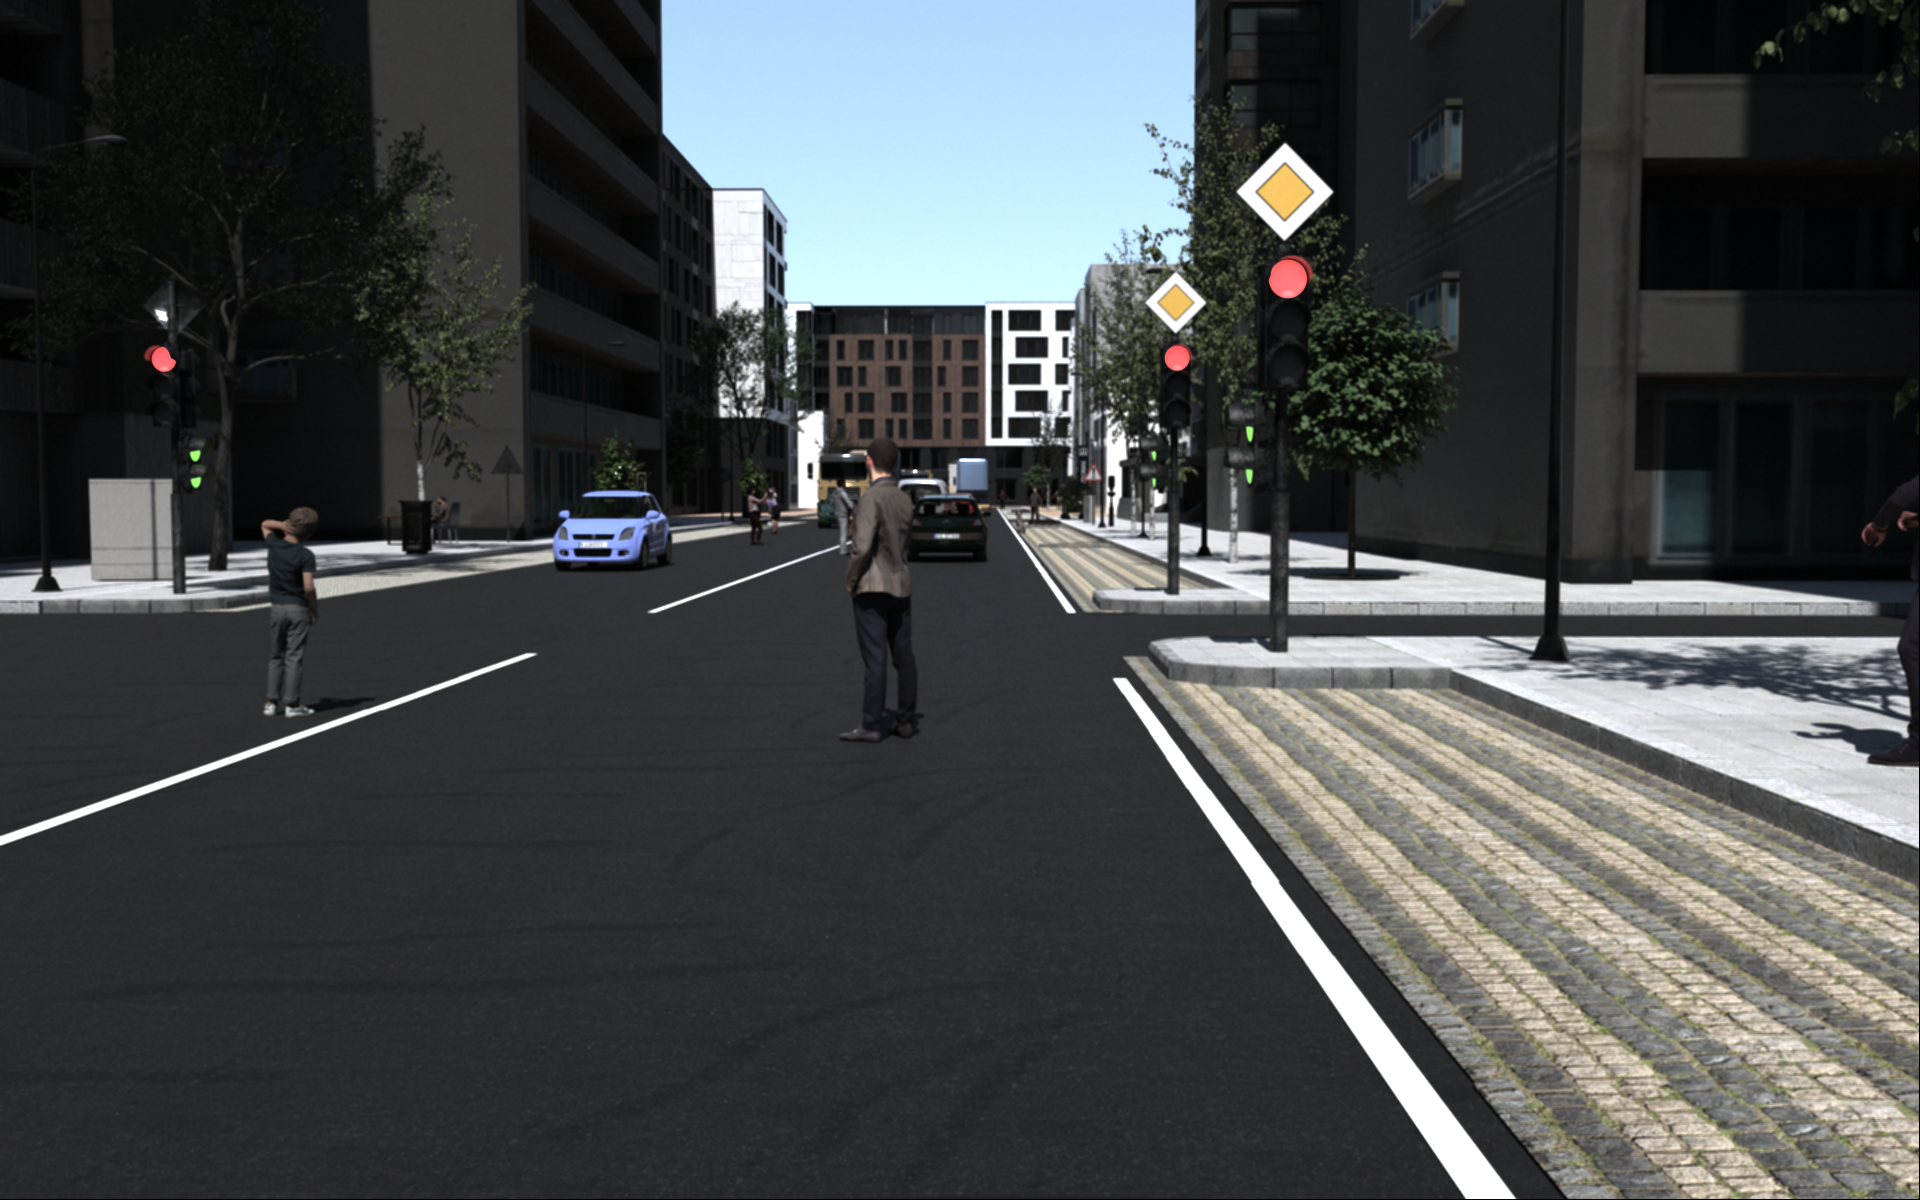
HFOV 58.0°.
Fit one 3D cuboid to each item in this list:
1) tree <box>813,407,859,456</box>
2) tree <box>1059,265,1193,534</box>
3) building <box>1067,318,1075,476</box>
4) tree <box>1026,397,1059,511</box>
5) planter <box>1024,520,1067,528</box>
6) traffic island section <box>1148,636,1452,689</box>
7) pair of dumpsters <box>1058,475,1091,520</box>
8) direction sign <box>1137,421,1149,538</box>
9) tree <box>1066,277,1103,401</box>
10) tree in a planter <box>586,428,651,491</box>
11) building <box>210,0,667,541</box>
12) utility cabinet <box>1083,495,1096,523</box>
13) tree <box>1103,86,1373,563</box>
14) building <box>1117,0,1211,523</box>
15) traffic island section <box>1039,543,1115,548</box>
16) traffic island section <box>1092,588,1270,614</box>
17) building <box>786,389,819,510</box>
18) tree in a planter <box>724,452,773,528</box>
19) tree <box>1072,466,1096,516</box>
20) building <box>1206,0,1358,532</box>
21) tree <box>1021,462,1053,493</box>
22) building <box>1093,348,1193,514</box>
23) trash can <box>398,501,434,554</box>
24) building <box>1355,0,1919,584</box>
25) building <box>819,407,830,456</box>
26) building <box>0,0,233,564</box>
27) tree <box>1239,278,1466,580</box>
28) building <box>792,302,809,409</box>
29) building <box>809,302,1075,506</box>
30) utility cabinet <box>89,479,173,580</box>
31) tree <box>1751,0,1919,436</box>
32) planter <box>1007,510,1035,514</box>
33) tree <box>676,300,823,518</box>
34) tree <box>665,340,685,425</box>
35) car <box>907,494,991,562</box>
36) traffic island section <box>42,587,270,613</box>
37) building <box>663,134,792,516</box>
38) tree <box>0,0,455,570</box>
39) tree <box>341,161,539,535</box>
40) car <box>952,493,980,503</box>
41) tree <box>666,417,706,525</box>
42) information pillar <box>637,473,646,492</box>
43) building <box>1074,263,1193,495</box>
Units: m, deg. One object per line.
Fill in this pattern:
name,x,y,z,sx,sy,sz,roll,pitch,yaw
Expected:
tree,-10.340,-11.968,146.037,4.360,8.622,3.978,0,3,0
tree,5.540,-6.410,55.160,4.360,8.622,3.978,0,3,0
building,18.315,-18.809,163.948,16.016,20.091,11.380,0,4,1
tree,6.793,-11.011,130.398,4.360,8.622,3.978,0,3,0
planter,3.561,-3.223,73.836,1.991,0.319,1.994,0,4,1
traffic island section,2.615,0.500,14.101,2.009,0.180,2.903,0,4,1
pair of dumpsters,5.870,-5.271,88.668,1.574,2.255,4.437,0,4,1
direction sign,5.412,-3.614,51.091,0.379,3.537,0.876,1,4,14
tree,5.195,-5.942,47.521,4.737,8.622,4.395,0,3,0
tree in a planter,-9.346,-3.035,46.837,1.991,3.239,1.994,0,4,1
building,-22.385,-26.473,56.541,21.300,48.544,21.600,0,4,1
utility cabinet,5.705,-3.999,76.546,0.306,1.237,1.020,-1,4,-11
tree,5.124,-4.973,31.669,4.737,8.622,4.395,0,3,0
building,24.347,-23.968,83.760,32.217,40.220,23.993,0,4,1
traffic island section,3.131,-1.464,46.809,1.991,0.108,1.994,0,4,1
traffic island section,2.740,0.012,22.085,2.009,0.180,2.903,0,4,1
building,-17.936,-12.409,145.035,9.099,9.664,28.070,0,4,1
tree in a planter,-8.917,-4.682,73.777,1.991,3.239,1.994,0,4,1
tree,7.101,-6.624,102.898,1.663,3.219,1.824,0,3,0
building,16.060,-17.907,64.485,14.160,30.474,14.107,0,4,1
tree,7.761,-11.437,170.705,4.285,4.588,4.351,0,3,0
building,13.876,-10.371,111.709,9.099,9.664,28.070,0,4,1
trash can,-11.647,-1.558,37.127,0.748,1.137,0.748,0,3,0
building,19.380,-25.074,33.665,21.600,48.544,21.300,0,4,1
building,-26.996,-13.757,167.069,28.070,9.664,9.099,0,4,1
building,-23.478,-15.878,31.301,14.160,30.474,14.107,0,4,1
tree,6.048,-2.602,26.251,4.285,4.588,4.351,0,3,0
building,-31.909,-21.697,198.720,32.646,21.610,27.936,0,4,1
building,0.731,-21.659,198.104,32.646,21.610,27.936,0,4,1
utility cabinet,-12.203,-1.038,25.650,1.173,1.500,0.318,-1,4,-12
tree,5.605,-3.572,8.771,4.737,8.622,4.395,0,3,0
planter,4.342,-6.308,124.283,1.991,0.319,1.994,0,4,1
tree,-11.293,-10.152,91.738,9.928,11.665,9.643,0,3,0
tree,-14.268,-7.814,78.126,4.737,8.622,4.395,0,3,0
car,-0.301,-1.727,38.024,2.009,1.686,4.222,0,4,-1
traffic island section,-10.059,-0.001,22.290,2.009,0.180,2.903,0,4,1
building,-27.089,-16.518,114.052,27.936,21.610,32.646,0,4,1
tree,-12.139,-5.773,28.801,7.601,10.594,8.767,0,4,-3
tree,-11.969,-5.420,38.975,4.737,8.622,4.395,0,3,0
car,0.015,-5.218,94.349,2.155,1.783,4.494,0,4,0
tree,-12.134,-5.379,71.654,4.285,4.588,4.351,0,3,0
information pillar,-10.969,-3.375,59.677,0.304,2.012,0.304,-1,4,-11
building,18.519,-16.818,141.425,16.747,18.905,31.486,0,4,1
